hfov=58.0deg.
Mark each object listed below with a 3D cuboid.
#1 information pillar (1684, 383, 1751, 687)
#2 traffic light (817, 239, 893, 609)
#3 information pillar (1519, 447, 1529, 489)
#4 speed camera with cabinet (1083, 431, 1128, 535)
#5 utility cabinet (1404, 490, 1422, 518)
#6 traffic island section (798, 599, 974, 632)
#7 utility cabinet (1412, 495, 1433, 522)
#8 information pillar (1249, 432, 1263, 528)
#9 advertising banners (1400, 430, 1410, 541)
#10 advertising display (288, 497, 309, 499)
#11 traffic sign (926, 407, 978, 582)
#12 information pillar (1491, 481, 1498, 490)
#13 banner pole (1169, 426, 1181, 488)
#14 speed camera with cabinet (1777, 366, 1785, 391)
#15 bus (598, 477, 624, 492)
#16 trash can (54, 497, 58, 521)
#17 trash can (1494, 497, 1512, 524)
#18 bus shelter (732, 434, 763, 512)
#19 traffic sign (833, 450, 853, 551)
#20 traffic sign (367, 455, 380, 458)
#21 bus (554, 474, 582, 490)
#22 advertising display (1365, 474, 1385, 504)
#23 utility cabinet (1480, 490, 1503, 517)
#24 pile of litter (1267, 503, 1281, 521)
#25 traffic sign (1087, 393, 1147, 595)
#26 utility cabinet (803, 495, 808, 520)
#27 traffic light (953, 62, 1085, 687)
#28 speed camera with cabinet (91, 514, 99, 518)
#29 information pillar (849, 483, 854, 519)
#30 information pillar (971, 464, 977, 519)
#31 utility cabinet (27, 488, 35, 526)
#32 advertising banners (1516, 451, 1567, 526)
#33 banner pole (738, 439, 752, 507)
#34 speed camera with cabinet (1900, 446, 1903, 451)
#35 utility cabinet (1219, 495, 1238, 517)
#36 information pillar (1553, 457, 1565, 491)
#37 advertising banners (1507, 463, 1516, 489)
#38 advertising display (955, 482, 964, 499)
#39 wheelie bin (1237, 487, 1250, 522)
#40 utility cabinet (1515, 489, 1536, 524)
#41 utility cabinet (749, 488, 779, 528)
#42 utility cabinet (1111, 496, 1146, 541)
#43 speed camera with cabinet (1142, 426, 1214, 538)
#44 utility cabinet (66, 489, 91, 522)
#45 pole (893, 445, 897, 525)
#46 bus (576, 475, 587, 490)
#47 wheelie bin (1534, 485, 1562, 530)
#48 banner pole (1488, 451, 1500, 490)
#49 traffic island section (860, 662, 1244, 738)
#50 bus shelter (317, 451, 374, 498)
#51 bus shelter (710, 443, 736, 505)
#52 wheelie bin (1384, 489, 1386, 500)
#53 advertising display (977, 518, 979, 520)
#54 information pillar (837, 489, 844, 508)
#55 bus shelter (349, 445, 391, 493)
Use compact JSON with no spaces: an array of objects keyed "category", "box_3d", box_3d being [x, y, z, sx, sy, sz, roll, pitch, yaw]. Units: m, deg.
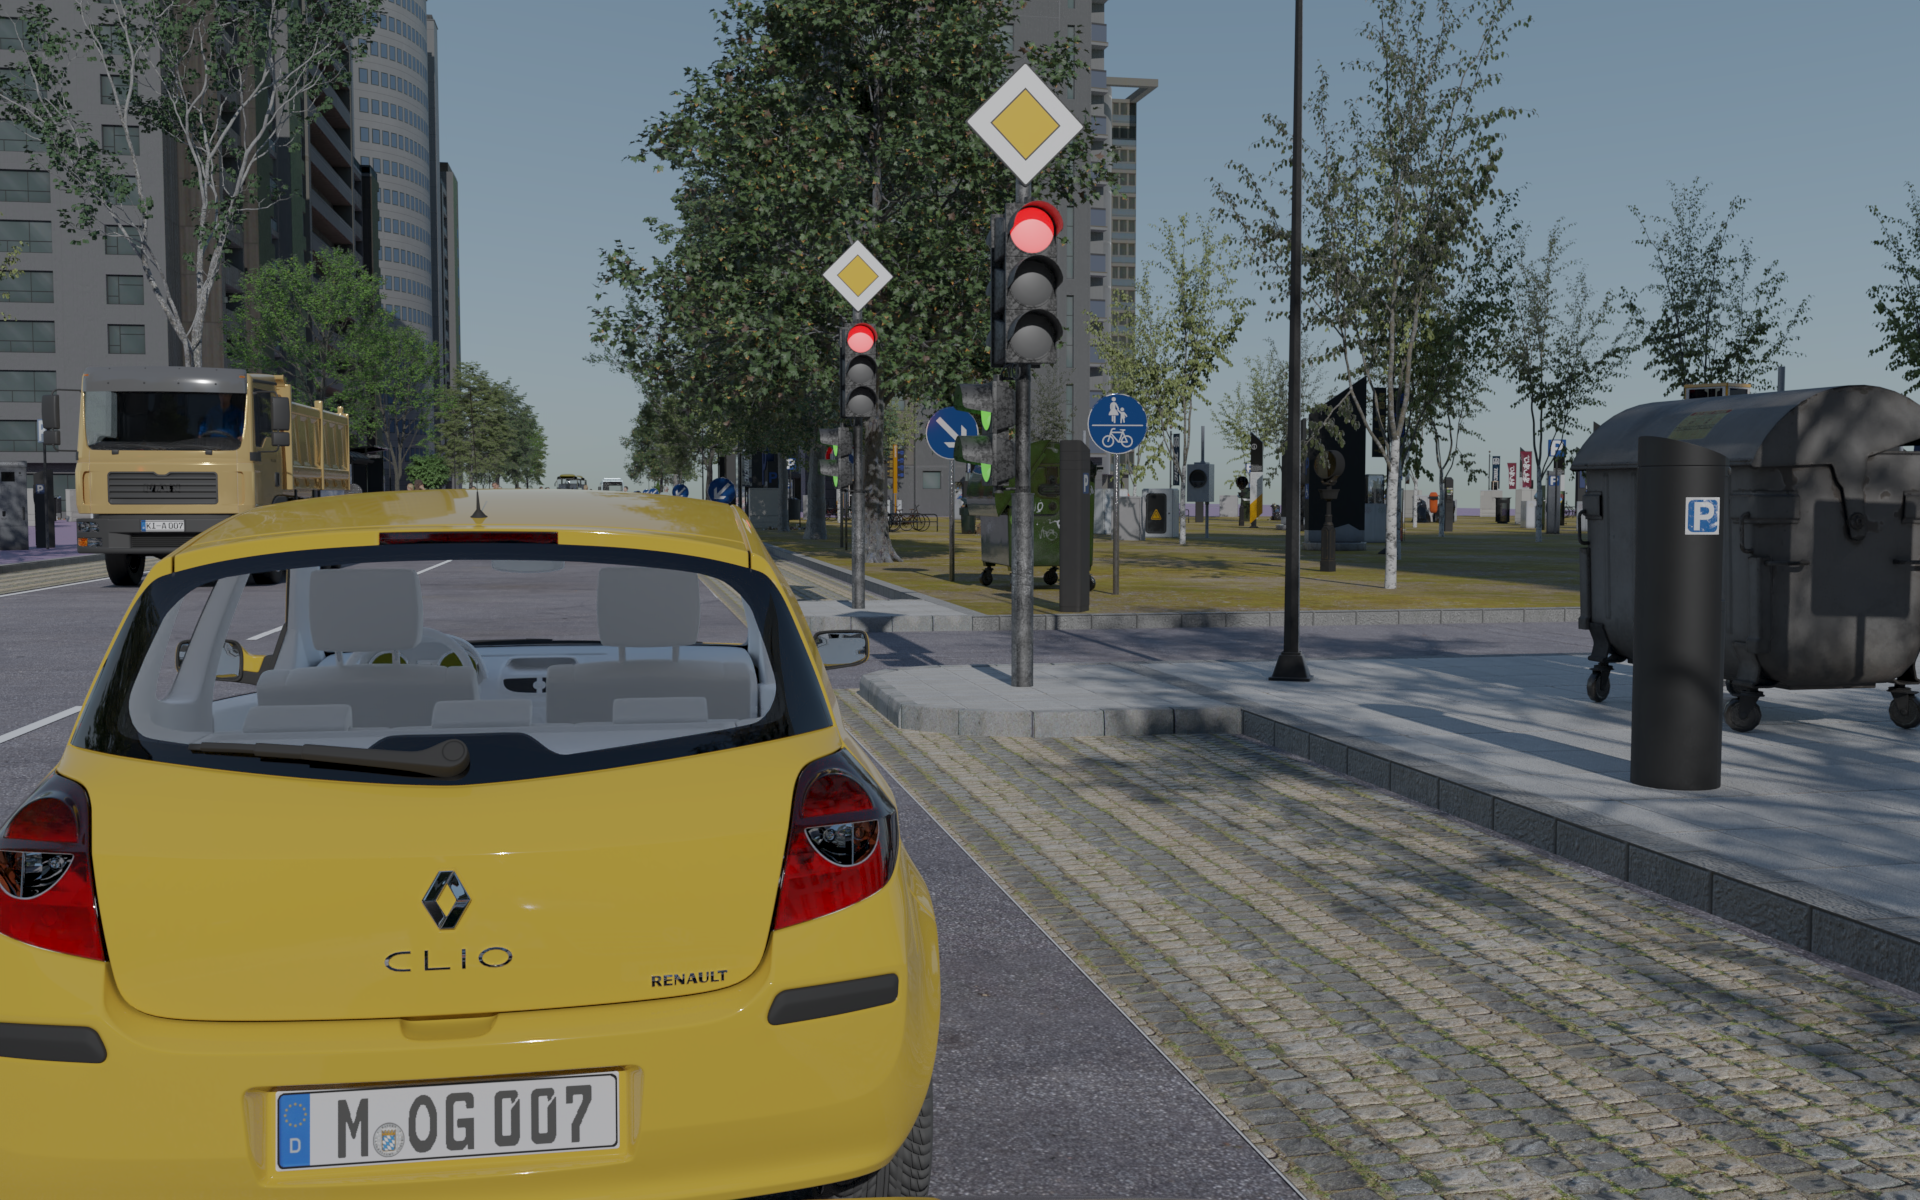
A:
[{"category":"information pillar","box_3d":[5.065,-0.437,11.640,0.304,2.012,0.304,-3,4,-38]},{"category":"traffic light","box_3d":[-1.157,-1.857,19.289,0.839,4.253,0.868,-1,4,-11]},{"category":"information pillar","box_3d":[27.969,-5.783,85.903,0.504,3.616,0.183,3,5,41]},{"category":"speed camera with cabinet","box_3d":[4.335,-3.686,54.609,2.038,3.252,0.660,-2,4,-34]},{"category":"utility cabinet","box_3d":[24.133,-5.139,92.700,0.318,1.500,1.173,-3,5,-43]},{"category":"traffic island section","box_3d":[-1.115,0.176,19.410,2.009,0.180,2.903,-1,4,-11]},{"category":"utility cabinet","box_3d":[21.596,-4.251,80.673,1.020,1.237,0.306,-1,4,-16]},{"category":"information pillar","box_3d":[11.119,-4.503,64.986,0.504,3.616,0.183,2,4,28]},{"category":"advertising banners","box_3d":[11.895,-3.096,46.800,0.090,3.025,2.074,2,4,30]},{"category":"advertising display","box_3d":[-32.594,-4.903,85.374,0.974,1.923,0.123,-1,4,-11]},{"category":"traffic sign","box_3d":[-0.116,-1.544,25.355,0.768,2.556,0.104,0,4,-2]},{"category":"information pillar","box_3d":[30.633,-5.799,99.309,0.304,2.012,0.304,0,4,-7]},{"category":"banner pole","box_3d":[7.793,-4.469,63.091,0.401,3.779,0.863,-2,4,-24]},{"category":"speed camera with cabinet","box_3d":[13.284,-2.022,27.388,2.038,3.252,0.660,-2,4,-24]},{"category":"bus","box_3d":[-41.779,-13.008,207.540,2.948,3.499,13.247,-1,4,-13]},{"category":"trash can","box_3d":[-40.698,-4.017,77.339,0.748,1.137,0.748,0,3,0]},{"category":"trash can","box_3d":[23.666,-3.906,75.524,0.748,1.137,0.748,0,3,0]},{"category":"bus shelter","box_3d":[-8.758,-5.956,75.009,2.179,5.291,8.768,-1,4,-11]},{"category":"traffic sign","box_3d":[-2.582,-2.271,39.258,0.606,2.300,0.079,0,4,-7]},{"category":"traffic sign","box_3d":[-31.278,-5.875,89.936,2.265,3.308,0.079,0,4,-8]},{"category":"bus","box_3d":[-47.854,-13.489,212.097,2.896,3.916,12.252,-1,4,-10]},{"category":"advertising display","box_3d":[13.395,-3.105,55.977,0.974,1.923,0.123,-3,5,-44]},{"category":"utility cabinet","box_3d":[29.558,-5.363,96.364,1.173,1.500,0.318,1,4,16]},{"category":"pile of litter","box_3d":[15.587,-4.308,84.397,1.176,0.858,1.719,0,4,-4]},{"category":"traffic sign","box_3d":[1.989,-1.340,22.009,0.768,2.556,0.104,0,4,-4]},{"category":"utility cabinet","box_3d":[-7.456,-4.677,87.627,1.020,1.237,0.306,-3,5,-44]},{"category":"traffic light","box_3d":[0.397,-1.378,11.456,0.839,4.253,0.868,-1,4,-11]},{"category":"speed camera with cabinet","box_3d":[-33.184,-4.518,68.203,2.038,3.252,0.660,1,4,8]},{"category":"information pillar","box_3d":[-5.613,-5.232,90.036,0.304,2.012,0.304,0,3,0]},{"category":"information pillar","box_3d":[0.811,-6.075,90.676,0.504,3.616,0.183,0,4,5]},{"category":"utility cabinet","box_3d":[-36.216,-3.642,68.224,1.173,1.500,0.318,2,4,28]},{"category":"advertising banners","box_3d":[23.722,-4.542,70.444,2.074,3.025,0.090,-1,4,-9]},{"category":"banner pole","box_3d":[-8.662,-4.849,69.304,0.863,3.779,0.401,2,4,27]},{"category":"speed camera with cabinet","box_3d":[31.103,-3.939,58.745,2.038,3.252,0.660,2,4,31]},{"category":"utility cabinet","box_3d":[15.187,-5.299,97.804,1.020,1.237,0.306,1,4,20]},{"category":"information pillar","box_3d":[25.819,-5.093,74.622,0.504,3.616,0.183,1,4,21]},{"category":"advertising banners","box_3d":[31.485,-6.131,96.422,2.074,3.025,0.090,0,4,5]},{"category":"advertising display","box_3d":[-0.123,-5.142,89.278,0.123,1.923,0.974,-3,4,-36]},{"category":"wheelie bin","box_3d":[13.460,-4.474,81.055,0.980,1.594,0.693,1,4,11]},{"category":"utility cabinet","box_3d":[23.926,-3.952,73.293,1.173,1.500,0.318,-3,5,-42]},{"category":"utility cabinet","box_3d":[-7.230,-3.398,64.237,1.173,1.500,0.318,-1,4,-16]},{"category":"utility cabinet","box_3d":[4.683,-2.262,48.140,1.020,1.237,0.306,3,5,44]},{"category":"speed camera with cabinet","box_3d":[6.344,-3.432,50.442,2.038,3.252,0.660,2,4,25]},{"category":"utility cabinet","box_3d":[-40.486,-4.341,79.661,0.318,1.500,1.173,2,4,26]},{"category":"pole","box_3d":[-2.689,-4.752,71.535,0.158,3.312,0.155,0,3,0]},{"category":"bus","box_3d":[-50.754,-14.534,229.169,2.896,3.916,12.252,-1,4,-11]},{"category":"wheelie bin","box_3d":[20.785,-3.269,61.362,0.980,1.594,0.693,0,4,-5]},{"category":"banner pole","box_3d":[30.742,-6.720,99.882,0.863,3.779,0.401,0,4,-2]},{"category":"traffic island section","box_3d":[0.439,0.655,11.578,2.009,0.180,2.903,-1,4,-11]},{"category":"bus shelter","box_3d":[-28.464,-5.264,79.998,2.014,3.302,5.546,-1,4,-11]},{"category":"bus shelter","box_3d":[-10.913,-5.601,82.864,1.731,3.624,6.357,-1,4,-11]},{"category":"wheelie bin","box_3d":[23.331,-5.250,93.746,0.980,1.594,0.693,-1,4,-14]},{"category":"advertising display","box_3d":[1.162,-4.865,84.760,0.123,1.923,0.974,-3,5,-40]},{"category":"information pillar","box_3d":[-6.331,-6.111,91.275,0.183,3.616,0.504,-3,5,-42]},{"category":"bus shelter","box_3d":[-29.598,-5.805,86.196,1.731,3.624,6.357,-1,4,-11]}]
